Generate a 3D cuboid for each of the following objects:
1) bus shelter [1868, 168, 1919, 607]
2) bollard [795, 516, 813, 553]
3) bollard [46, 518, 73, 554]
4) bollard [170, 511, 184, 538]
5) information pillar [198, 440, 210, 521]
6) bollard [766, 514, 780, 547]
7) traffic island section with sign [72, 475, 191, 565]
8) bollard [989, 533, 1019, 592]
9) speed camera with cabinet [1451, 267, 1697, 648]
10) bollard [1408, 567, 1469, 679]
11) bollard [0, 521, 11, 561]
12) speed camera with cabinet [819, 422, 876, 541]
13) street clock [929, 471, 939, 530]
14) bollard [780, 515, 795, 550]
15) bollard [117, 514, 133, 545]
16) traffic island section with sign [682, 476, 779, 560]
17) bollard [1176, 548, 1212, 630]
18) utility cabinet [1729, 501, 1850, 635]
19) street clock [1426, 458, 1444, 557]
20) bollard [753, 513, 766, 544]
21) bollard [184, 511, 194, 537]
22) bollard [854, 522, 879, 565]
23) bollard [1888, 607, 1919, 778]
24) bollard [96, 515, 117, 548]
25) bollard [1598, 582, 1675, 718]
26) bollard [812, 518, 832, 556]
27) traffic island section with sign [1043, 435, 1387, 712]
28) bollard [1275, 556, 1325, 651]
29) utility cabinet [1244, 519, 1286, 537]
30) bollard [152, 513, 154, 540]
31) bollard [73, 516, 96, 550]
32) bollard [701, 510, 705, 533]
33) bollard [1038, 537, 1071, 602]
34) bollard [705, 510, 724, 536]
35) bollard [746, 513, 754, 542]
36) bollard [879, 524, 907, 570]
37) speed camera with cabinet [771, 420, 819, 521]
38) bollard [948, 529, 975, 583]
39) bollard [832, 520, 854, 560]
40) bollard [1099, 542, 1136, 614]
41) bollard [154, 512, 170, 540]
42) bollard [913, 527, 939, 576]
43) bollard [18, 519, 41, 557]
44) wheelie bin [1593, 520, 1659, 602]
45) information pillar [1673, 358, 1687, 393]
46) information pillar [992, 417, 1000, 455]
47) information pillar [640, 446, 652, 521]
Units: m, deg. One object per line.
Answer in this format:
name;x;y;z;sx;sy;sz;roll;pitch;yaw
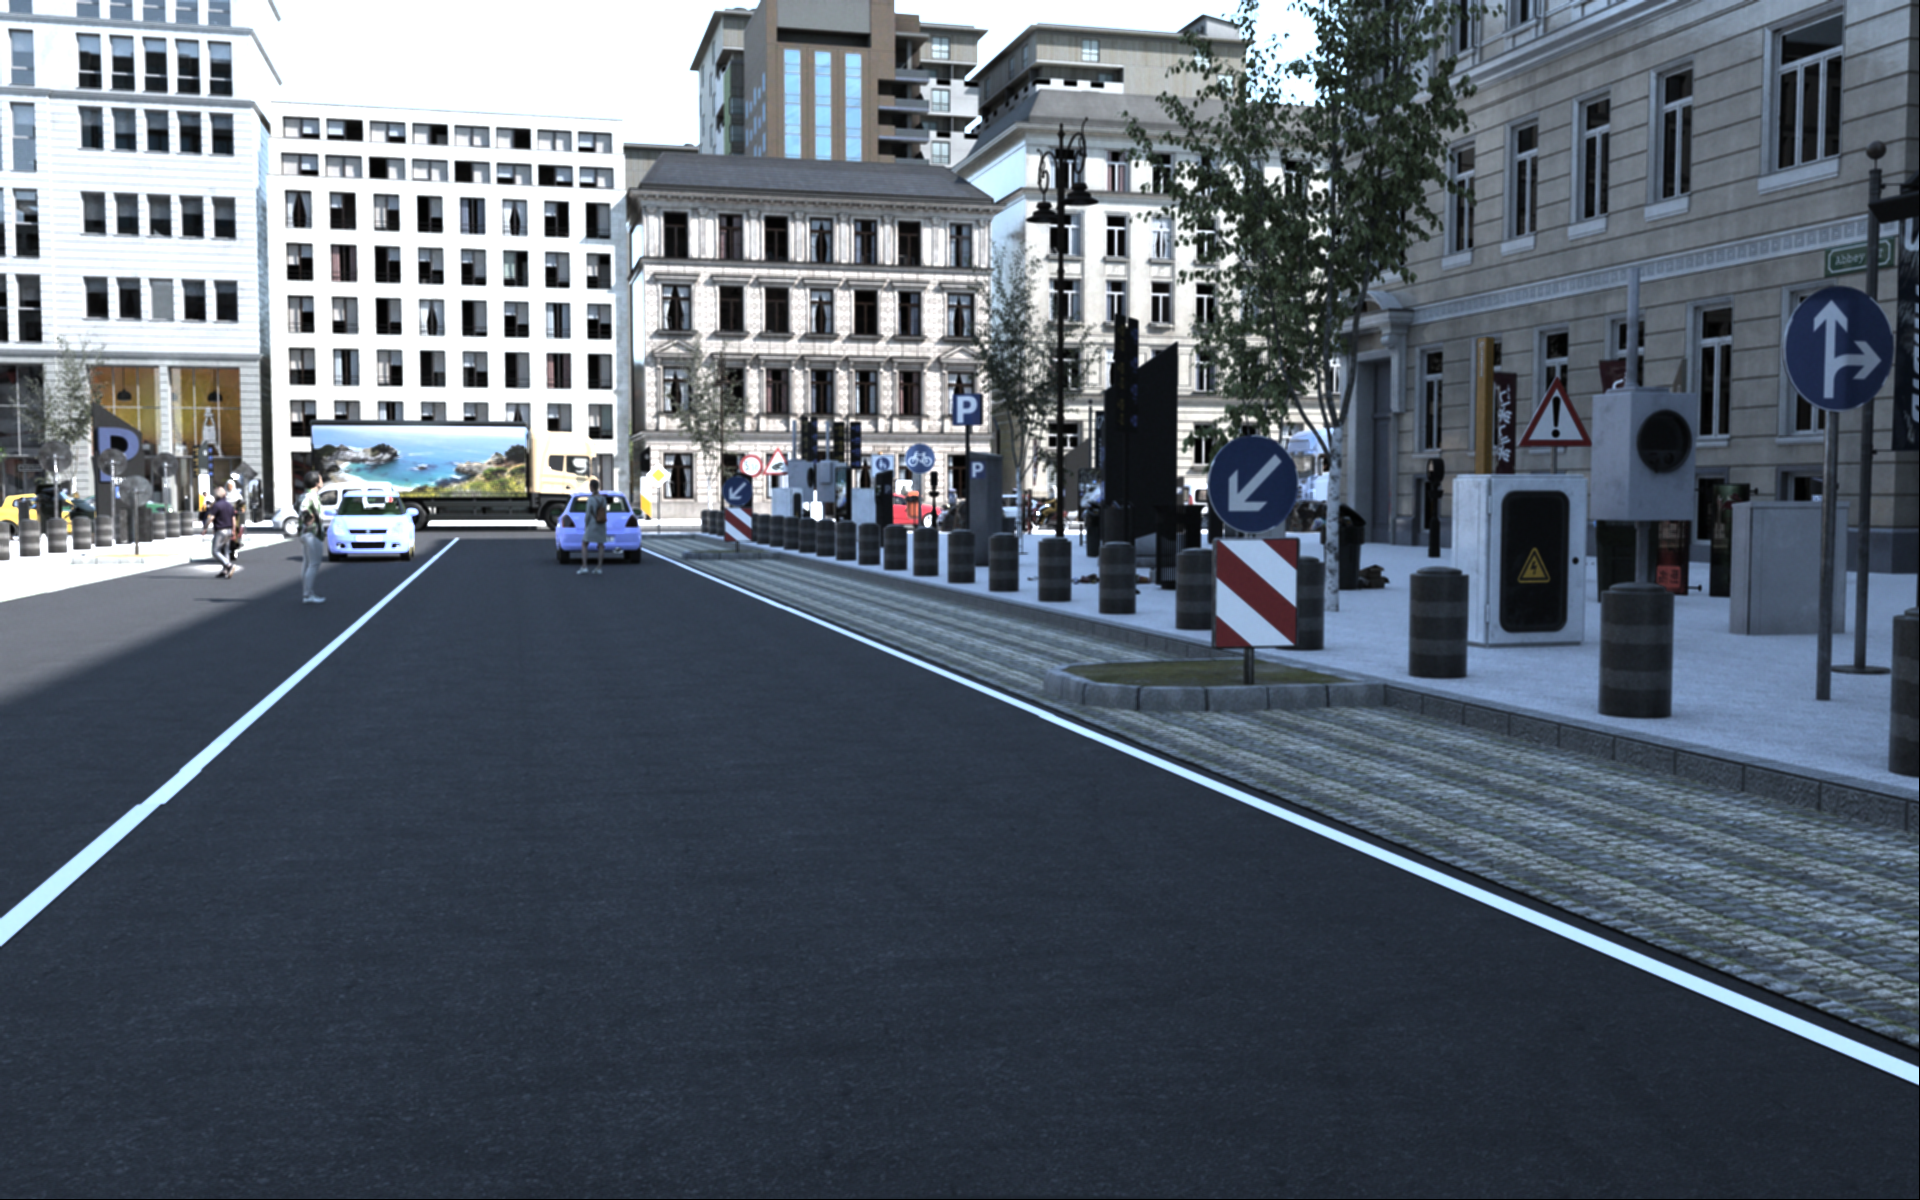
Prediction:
bus shelter;6.602;-0.804;7.063;2.014;3.302;5.546;-1;4;-14
bollard;-3.333;-1.422;37.966;0.404;0.777;0.398;0;3;0
bollard;-19.529;-1.391;37.462;0.404;0.777;0.398;0;3;0
bollard;-22.875;-2.177;50.316;0.404;0.777;0.398;0;3;0
information pillar;-32.739;-5.116;74.998;0.183;3.616;0.504;2;4;26
bollard;-4.446;-1.684;42.250;0.404;0.777;0.398;0;3;0
traffic island section with sign;-17.096;-1.665;35.857;1.989;1.847;2.006;-1;4;-15
bollard;0.581;-0.503;22.941;0.404;0.777;0.398;0;3;0
speed camera with cabinet;5.270;-1.254;14.844;2.038;3.252;0.660;-1;4;-16
bollard;3.373;0.153;12.211;0.404;0.777;0.398;0;3;0
bollard;-18.416;-1.128;33.163;0.404;0.777;0.398;0;3;0
speed camera with cabinet;-2.921;-3.230;47.150;2.038;3.252;0.660;2;4;30
street clock;-0.825;-3.095;55.171;0.358;2.002;0.471;0;4;-2
bollard;-3.885;-1.553;40.106;0.404;0.777;0.398;0;3;0
bollard;-21.201;-1.784;43.884;0.404;0.777;0.398;0;3;0
traffic island section with sign;-5.131;-1.821;38.401;1.989;1.847;2.006;-1;4;-15
bollard;2.256;-0.109;16.501;0.404;0.777;0.398;0;3;0
utility cabinet;7.620;-0.292;15.937;1.020;1.237;0.306;-1;4;-12
street clock;9.627;-1.867;35.102;0.358;2.002;0.471;0;4;-1
bollard;-5.009;-1.816;44.410;0.404;0.777;0.398;0;3;0
bollard;-23.435;-2.308;52.455;0.404;0.777;0.398;0;3;0
bollard;-1.650;-1.028;31.522;0.404;0.777;0.398;0;3;0
bollard;4.488;0.415;7.933;0.404;0.777;0.398;0;3;0
bollard;-20.649;-1.653;41.744;0.404;0.777;0.398;0;3;0
bollard;3.933;0.284;10.072;0.404;0.777;0.398;0;3;0
bollard;-2.770;-1.290;35.809;0.404;0.777;0.398;0;3;0
traffic island section with sign;1.672;-0.225;12.315;1.989;1.847;2.006;-1;4;-15
bollard;2.818;0.022;14.364;0.404;0.777;0.398;0;3;0
utility cabinet;5.214;-1.287;29.722;0.318;1.500;1.173;-1;4;-12
bollard;-21.759;-1.915;46.023;0.404;0.777;0.398;0;3;0
bollard;-20.085;-1.522;39.601;0.404;0.777;0.398;0;3;0
bollard;-8.357;-2.603;57.275;0.404;0.777;0.398;0;3;0
bollard;1.139;-0.372;20.802;0.404;0.777;0.398;0;3;0
bollard;-7.798;-2.472;55.137;0.404;0.777;0.398;0;3;0
bollard;-5.565;-1.948;46.561;0.404;0.777;0.398;0;3;0
bollard;-1.095;-0.897;29.382;0.404;0.777;0.398;0;3;0
speed camera with cabinet;-4.404;-3.147;45.797;0.660;3.252;2.038;1;4;12
bollard;0.021;-0.635;25.095;0.404;0.777;0.398;0;3;0
bollard;-2.211;-1.159;33.668;0.404;0.777;0.398;0;3;0
bollard;1.697;-0.241;18.658;0.404;0.777;0.398;0;3;0
bollard;-22.314;-2.046;48.163;0.404;0.777;0.398;0;3;0
bollard;-0.536;-0.766;27.243;0.404;0.777;0.398;0;3;0
bollard;-18.969;-1.259;35.307;0.404;0.777;0.398;0;3;0
wheelie bin;7.906;-0.767;20.441;0.980;1.594;0.693;2;4;33
information pillar;12.507;-2.374;30.162;0.183;3.616;0.504;0;4;6
information pillar;1.090;-3.754;52.736;0.183;3.616;0.504;-1;4;-17
information pillar;-15.080;-5.616;83.171;0.504;3.616;0.183;0;4;1
